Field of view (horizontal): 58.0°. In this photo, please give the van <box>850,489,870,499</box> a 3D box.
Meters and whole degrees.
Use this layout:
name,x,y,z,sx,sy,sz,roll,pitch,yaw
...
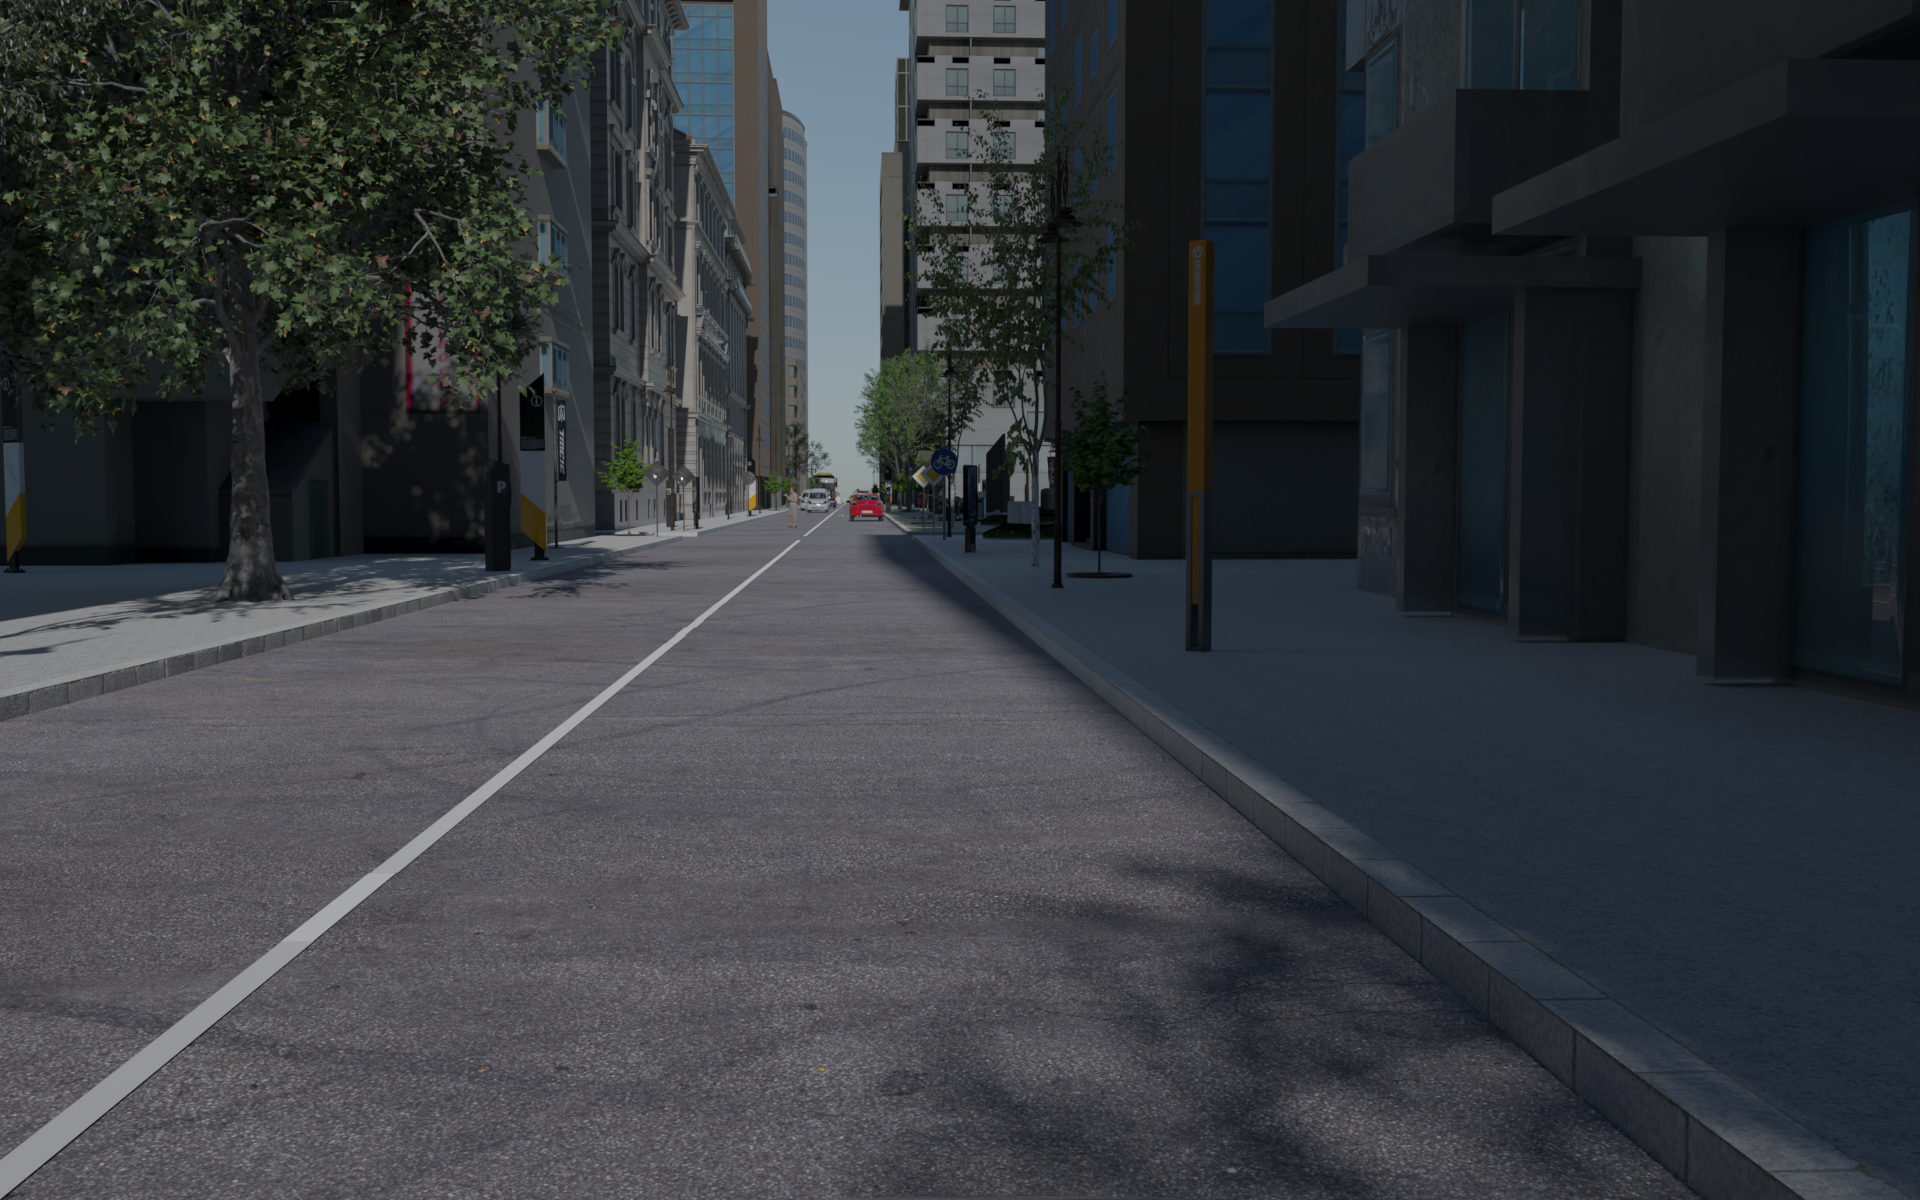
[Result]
name,x,y,z,sx,sy,sz,roll,pitch,yaw
van,-8.463,-8.707,149.377,2.013,2.044,4.112,0,4,-5

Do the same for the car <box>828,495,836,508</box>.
name,x,y,z,sx,sy,sz,roll,pitch,yaw
car,-13.730,-10.221,179.685,1.945,1.354,3.894,0,4,-4

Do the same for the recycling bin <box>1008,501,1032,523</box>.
name,x,y,z,sx,sy,sz,roll,pitch,yaw
recycling bin,2.168,-2.968,61.088,0.722,1.027,0.722,-3,4,-36

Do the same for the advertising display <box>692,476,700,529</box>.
name,x,y,z,sx,sy,sz,roll,pitch,yaw
advertising display,-9.695,-3.571,63.595,0.123,1.923,0.974,-1,4,-17

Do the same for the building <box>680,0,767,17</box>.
name,x,y,z,sx,sy,sz,roll,pitch,yaw
building,-22.856,-30.015,140.855,14.600,45.320,14.200,0,4,-3

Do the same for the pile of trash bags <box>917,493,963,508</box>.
name,x,y,z,sx,sy,sz,roll,pitch,yaw
pile of trash bags,-1.119,-6.304,112.820,3.447,1.369,1.912,1,4,11

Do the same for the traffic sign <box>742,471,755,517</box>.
name,x,y,z,sx,sy,sz,roll,pitch,yaw
traffic sign,-11.869,-5.938,97.190,0.768,2.556,0.104,0,4,0

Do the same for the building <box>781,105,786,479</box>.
name,x,y,z,sx,sy,sz,roll,pitch,yaw
building,-25.895,-32.604,183.178,14.600,45.320,14.200,0,4,-3

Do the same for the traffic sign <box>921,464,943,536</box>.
name,x,y,z,sx,sy,sz,roll,pitch,yaw
traffic sign,-0.796,-2.981,52.379,0.795,2.450,0.064,0,4,-3

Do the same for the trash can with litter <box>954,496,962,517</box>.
name,x,y,z,sx,sy,sz,roll,pitch,yaw
trash can with litter,-0.308,-5.329,98.521,0.624,1.170,1.055,1,4,22

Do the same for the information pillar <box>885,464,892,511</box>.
name,x,y,z,sx,sy,sz,roll,pitch,yaw
information pillar,-5.577,-8.761,134.593,0.504,3.616,0.183,-1,4,-10

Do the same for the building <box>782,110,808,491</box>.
name,x,y,z,sx,sy,sz,roll,pitch,yaw
building,-33.852,-43.944,260.476,21.231,58.520,28.212,0,4,-3

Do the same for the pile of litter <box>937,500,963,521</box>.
name,x,y,z,sx,sy,sz,roll,pitch,yaw
pile of litter,-0.484,-4.174,82.206,1.176,0.858,1.719,-3,4,-37

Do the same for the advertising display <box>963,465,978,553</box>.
name,x,y,z,sx,sy,sz,roll,pitch,yaw
advertising display,0.227,-2.023,38.296,0.123,1.923,0.974,1,4,13

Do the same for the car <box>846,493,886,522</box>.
name,x,y,z,sx,sy,sz,roll,pitch,yaw
car,-4.972,-5.067,91.887,2.155,1.783,4.494,0,4,-4

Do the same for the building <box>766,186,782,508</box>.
name,x,y,z,sx,sy,sz,roll,pitch,yaw
building,-23.451,-23.469,155.426,14.160,30.474,14.107,0,4,-3

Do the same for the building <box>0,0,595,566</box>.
name,x,y,z,sx,sy,sz,roll,pitch,yaw
building,-20.850,-25.432,39.522,21.600,48.544,21.300,0,4,-3

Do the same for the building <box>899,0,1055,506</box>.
name,x,y,z,sx,sy,sz,roll,pitch,yaw
building,9.032,-35.047,162.250,28.713,52.752,27.495,0,4,-3

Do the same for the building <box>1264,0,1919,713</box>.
name,x,y,z,sx,sy,sz,roll,pitch,yaw
building,15.554,-23.840,9.386,23.786,49.044,30.456,0,4,-3

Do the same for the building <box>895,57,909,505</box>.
name,x,y,z,sx,sy,sz,roll,pitch,yaw
building,-2.384,-51.719,283.851,20.563,71.187,20.611,0,4,-3

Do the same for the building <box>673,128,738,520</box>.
name,x,y,z,sx,sy,sz,roll,pitch,yaw
building,-18.558,-15.771,94.005,11.583,22.565,21.152,0,4,-3

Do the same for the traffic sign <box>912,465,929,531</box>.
name,x,y,z,sx,sy,sz,roll,pitch,yaw
traffic sign,-1.270,-3.468,60.350,0.795,2.450,0.064,0,4,-3

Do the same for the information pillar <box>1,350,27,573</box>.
name,x,y,z,sx,sy,sz,roll,pitch,yaw
information pillar,-15.336,-2.245,28.061,0.504,3.616,0.183,2,4,35

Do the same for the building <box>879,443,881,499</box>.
name,x,y,z,sx,sy,sz,roll,pitch,yaw
building,1.838,-25.433,260.865,27.650,21.520,28.899,0,4,-3

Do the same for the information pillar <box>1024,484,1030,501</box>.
name,x,y,z,sx,sy,sz,roll,pitch,yaw
information pillar,4.860,-7.409,125.631,0.304,2.012,0.304,1,4,18

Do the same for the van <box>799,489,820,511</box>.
name,x,y,z,sx,sy,sz,roll,pitch,yaw
van,-12.919,-8.732,149.773,2.013,2.044,4.112,0,4,-3

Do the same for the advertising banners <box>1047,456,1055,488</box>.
name,x,y,z,sx,sy,sz,roll,pitch,yaw
advertising banners,4.769,-5.112,79.767,0.090,3.025,2.074,-3,5,-44

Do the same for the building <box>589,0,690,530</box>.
name,x,y,z,sx,sy,sz,roll,pitch,yaw
building,-19.044,-17.345,70.978,14.401,28.519,23.554,0,4,-3

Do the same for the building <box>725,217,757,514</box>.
name,x,y,z,sx,sy,sz,roll,pitch,yaw
building,-21.005,-16.800,116.482,13.314,21.916,24.055,0,4,-3

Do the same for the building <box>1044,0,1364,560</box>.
name,x,y,z,sx,sy,sz,roll,pitch,yaw
building,9.597,-23.814,39.472,14.600,45.320,14.200,0,4,-3

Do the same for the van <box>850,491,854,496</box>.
name,x,y,z,sx,sy,sz,roll,pitch,yaw
van,-15.423,-15.419,259.114,2.013,2.044,4.112,0,4,-4

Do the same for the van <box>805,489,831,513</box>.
name,x,y,z,sx,sy,sz,roll,pitch,yaw
van,-10.935,-7.731,133.407,2.013,2.044,4.112,0,4,-3

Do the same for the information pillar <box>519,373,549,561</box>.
name,x,y,z,sx,sy,sz,roll,pitch,yaw
information pillar,-8.213,-2.570,33.382,0.504,3.616,0.183,-1,4,-10

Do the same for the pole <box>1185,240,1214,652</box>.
name,x,y,z,sx,sy,sz,roll,pitch,yaw
pole,1.950,-1.237,14.063,0.158,3.312,0.155,0,3,0

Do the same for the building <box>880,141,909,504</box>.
name,x,y,z,sx,sy,sz,roll,pitch,yaw
building,-0.009,-37.337,234.163,21.300,48.544,21.600,0,4,-3

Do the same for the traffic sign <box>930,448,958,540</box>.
name,x,y,z,sx,sy,sz,roll,pitch,yaw
traffic sign,-0.438,-2.933,48.056,0.768,2.556,0.104,0,3,0

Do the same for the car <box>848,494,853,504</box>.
name,x,y,z,sx,sy,sz,roll,pitch,yaw
car,-14.442,-14.002,239.157,2.015,1.641,3.980,0,4,-4

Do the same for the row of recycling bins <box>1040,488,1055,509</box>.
name,x,y,z,sx,sy,sz,roll,pitch,yaw
row of recycling bins,6.221,-6.720,116.982,1.069,1.692,3.534,1,4,17

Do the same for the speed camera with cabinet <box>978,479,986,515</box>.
name,x,y,z,sx,sy,sz,roll,pitch,yaw
speed camera with cabinet,1.436,-6.683,103.596,0.660,3.252,2.038,-1,4,-19

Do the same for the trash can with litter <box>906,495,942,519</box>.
name,x,y,z,sx,sy,sz,roll,pitch,yaw
trash can with litter,-1.717,-4.792,89.406,2.233,1.210,1.678,-1,4,-9

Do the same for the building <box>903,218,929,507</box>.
name,x,y,z,sx,sy,sz,roll,pitch,yaw
building,1.006,-25.171,183.253,14.160,30.474,14.107,0,4,-3

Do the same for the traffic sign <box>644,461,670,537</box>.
name,x,y,z,sx,sy,sz,roll,pitch,yaw
traffic sign,-9.077,-2.952,51.909,0.795,2.450,0.064,0,4,-3

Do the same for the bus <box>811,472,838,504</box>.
name,x,y,z,sx,sy,sz,roll,pitch,yaw
bus,-15.655,-12.831,201.332,2.896,3.916,12.252,0,4,-2

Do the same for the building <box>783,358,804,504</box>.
name,x,y,z,sx,sy,sz,roll,pitch,yaw
building,-35.411,-23.726,232.961,27.650,21.520,28.899,0,4,-3

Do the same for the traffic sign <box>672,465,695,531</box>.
name,x,y,z,sx,sy,sz,roll,pitch,yaw
traffic sign,-9.551,-3.440,59.880,0.795,2.450,0.064,0,4,-3

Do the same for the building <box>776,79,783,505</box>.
name,x,y,z,sx,sy,sz,roll,pitch,yaw
building,-25.346,-31.737,169.012,14.600,45.320,14.200,0,4,-3

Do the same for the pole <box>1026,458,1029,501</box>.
name,x,y,z,sx,sy,sz,roll,pitch,yaw
pole,3.863,-6.435,99.057,0.158,3.312,0.155,0,3,0
